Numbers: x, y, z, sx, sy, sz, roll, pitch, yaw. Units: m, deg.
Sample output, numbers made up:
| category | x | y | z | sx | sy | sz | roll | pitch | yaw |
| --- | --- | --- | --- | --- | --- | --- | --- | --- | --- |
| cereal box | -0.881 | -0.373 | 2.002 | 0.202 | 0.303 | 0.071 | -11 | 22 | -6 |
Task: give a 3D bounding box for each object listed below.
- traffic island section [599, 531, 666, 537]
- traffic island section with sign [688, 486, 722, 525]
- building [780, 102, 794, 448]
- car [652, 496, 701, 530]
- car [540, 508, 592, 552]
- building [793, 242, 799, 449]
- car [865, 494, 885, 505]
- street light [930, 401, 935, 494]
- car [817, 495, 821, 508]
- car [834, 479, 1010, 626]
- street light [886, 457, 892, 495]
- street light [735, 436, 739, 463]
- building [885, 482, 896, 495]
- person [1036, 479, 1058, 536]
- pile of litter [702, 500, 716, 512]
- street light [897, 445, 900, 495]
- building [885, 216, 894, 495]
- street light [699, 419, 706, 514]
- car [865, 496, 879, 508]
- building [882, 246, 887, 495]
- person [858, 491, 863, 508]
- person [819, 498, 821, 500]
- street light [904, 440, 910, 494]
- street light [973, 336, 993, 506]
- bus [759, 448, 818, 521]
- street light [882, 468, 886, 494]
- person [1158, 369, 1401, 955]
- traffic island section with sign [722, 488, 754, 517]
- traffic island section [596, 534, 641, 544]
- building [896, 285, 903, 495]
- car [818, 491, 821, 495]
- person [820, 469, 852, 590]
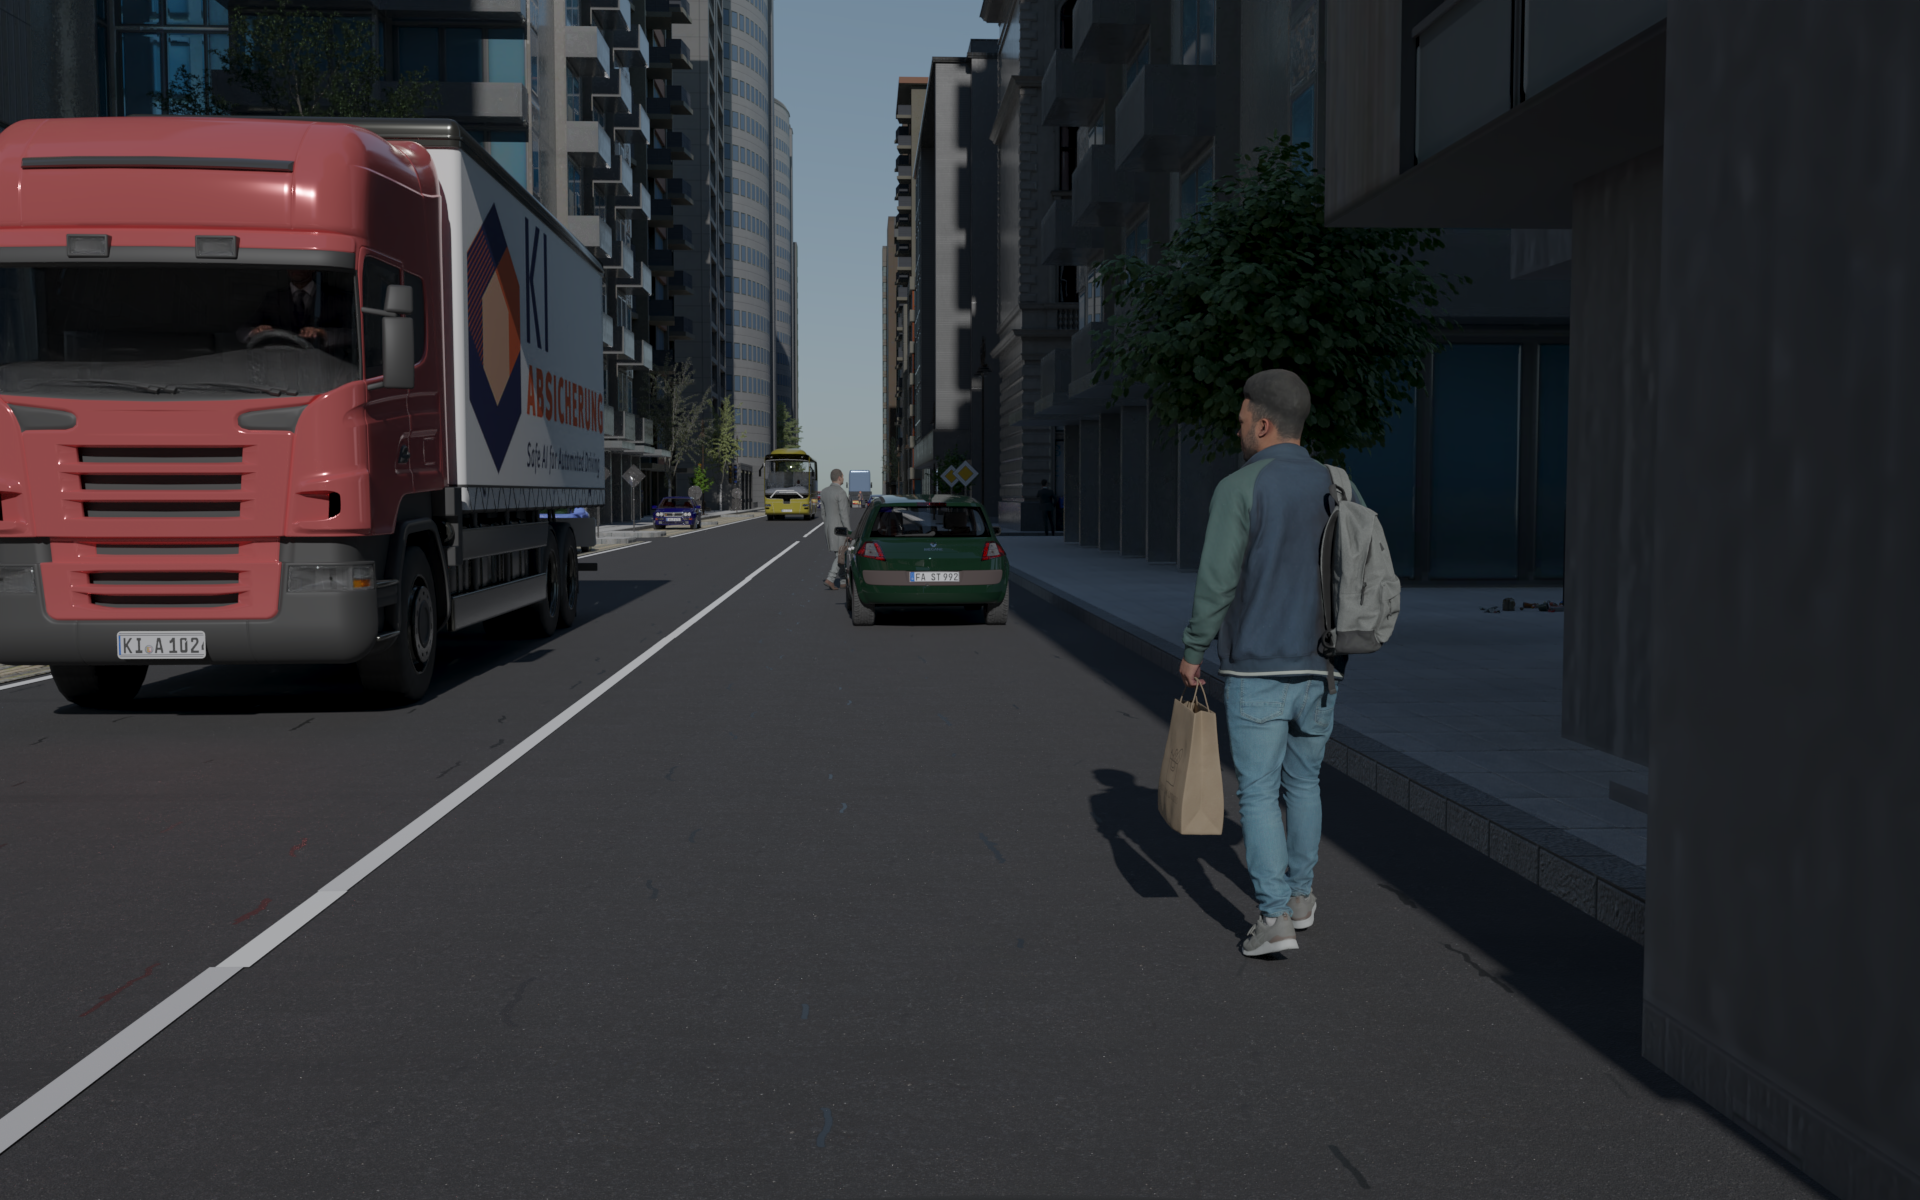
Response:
| category | x | y | z | sx | sy | sz | roll | pitch | yaw |
| --- | --- | --- | --- | --- | --- | --- | --- | --- | --- |
| traffic island section | -11.042 | -2.219 | 58.569 | 2.009 | 0.180 | 2.903 | 0 | 4 | -3 |
| traffic island section with sign | -12.293 | -4.402 | 80.594 | 1.989 | 1.847 | 2.006 | 0 | 4 | -3 |
| building | -35.179 | -43.363 | 250.976 | 21.231 | 58.520 | 28.212 | 0 | 4 | -3 |
| car | -11.472 | -3.533 | 70.337 | 1.945 | 1.354 | 3.894 | 0 | 4 | -4 |
| car | -9.845 | -1.936 | 41.247 | 1.945 | 1.707 | 3.694 | 0 | 4 | -3 |
| building | -32.732 | -36.037 | 272.802 | 14.154 | 41.232 | 14.086 | 0 | 4 | -3 |
| car | -5.795 | -6.819 | 123.500 | 2.014 | 1.417 | 4.499 | 0 | 4 | -3 |
| street light | -1.276 | -6.908 | 85.728 | 0.468 | 5.910 | 1.993 | 0 | 4 | -3 |
| car | -12.761 | -8.570 | 152.694 | 1.945 | 1.354 | 3.894 | 0 | 4 | -4 |
| car | -0.455 | -0.640 | 20.252 | 2.009 | 1.686 | 4.222 | 0 | 4 | -5 |
| street light | -8.409 | -14.514 | 210.097 | 0.468 | 5.910 | 1.993 | 0 | 4 | -3 |
| street light | -17.390 | -9.942 | 135.343 | 0.468 | 5.910 | 1.993 | 0 | 4 | -3 |
| building | 5.252 | -34.282 | 252.395 | 32.217 | 40.220 | 23.993 | 0 | 4 | -3 |
| person | 2.720 | -2.857 | 54.575 | 0.648 | 1.900 | 0.474 | -1 | 4 | -18 |
| pile of litter | -18.749 | -6.910 | 126.948 | 1.719 | 0.858 | 1.176 | 0 | 4 | -4 |
| street light | -5.720 | -11.553 | 161.676 | 0.468 | 5.910 | 1.993 | 0 | 4 | -3 |
| building | -4.392 | -37.977 | 271.034 | 14.600 | 45.320 | 14.200 | 0 | 4 | -3 |
| street light | -15.850 | -8.200 | 106.854 | 0.468 | 5.910 | 1.993 | 0 | 4 | -3 |
| car | -5.164 | -6.078 | 111.958 | 1.945 | 1.354 | 3.894 | 0 | 4 | -1 |
| building | -5.828 | -36.861 | 286.275 | 14.154 | 41.232 | 14.086 | 0 | 4 | -3 |
| person | -9.930 | -10.057 | 173.454 | 0.617 | 1.759 | 0.750 | -1 | 4 | -20 |
| person | -11.343 | -8.454 | 146.817 | 1.348 | 1.812 | 0.705 | 2 | 4 | 25 |
| street light | -4.089 | -9.845 | 133.761 | 0.468 | 5.910 | 1.993 | 0 | 4 | -3 |
| street light | 0.671 | -4.764 | 50.685 | 0.468 | 5.910 | 1.993 | 0 | 4 | -3 |
| bus | -9.418 | -6.450 | 97.006 | 2.896 | 3.916 | 12.252 | 0 | 4 | -3 |
| street light | -10.371 | -16.572 | 243.732 | 0.468 | 5.910 | 1.993 | 0 | 4 | -3 |
| person | 0.962 | 0.184 | 5.482 | 0.794 | 1.824 | 0.713 | 0 | 4 | -2 |
| traffic island section with sign | -13.868 | -6.079 | 108.025 | 1.989 | 1.847 | 2.006 | 0 | 4 | -3 |
| traffic island section | -10.589 | -1.732 | 50.597 | 2.009 | 0.180 | 2.903 | 0 | 4 | -3 |
| building | -1.587 | -28.204 | 232.842 | 14.160 | 30.474 | 14.107 | 0 | 4 | -3 |
| car | -16.295 | -12.118 | 206.794 | 2.281 | 1.827 | 5.304 | 0 | 4 | -4 |
| person | -1.797 | -1.064 | 26.002 | 0.767 | 1.812 | 0.694 | -3 | 5 | -40 |
